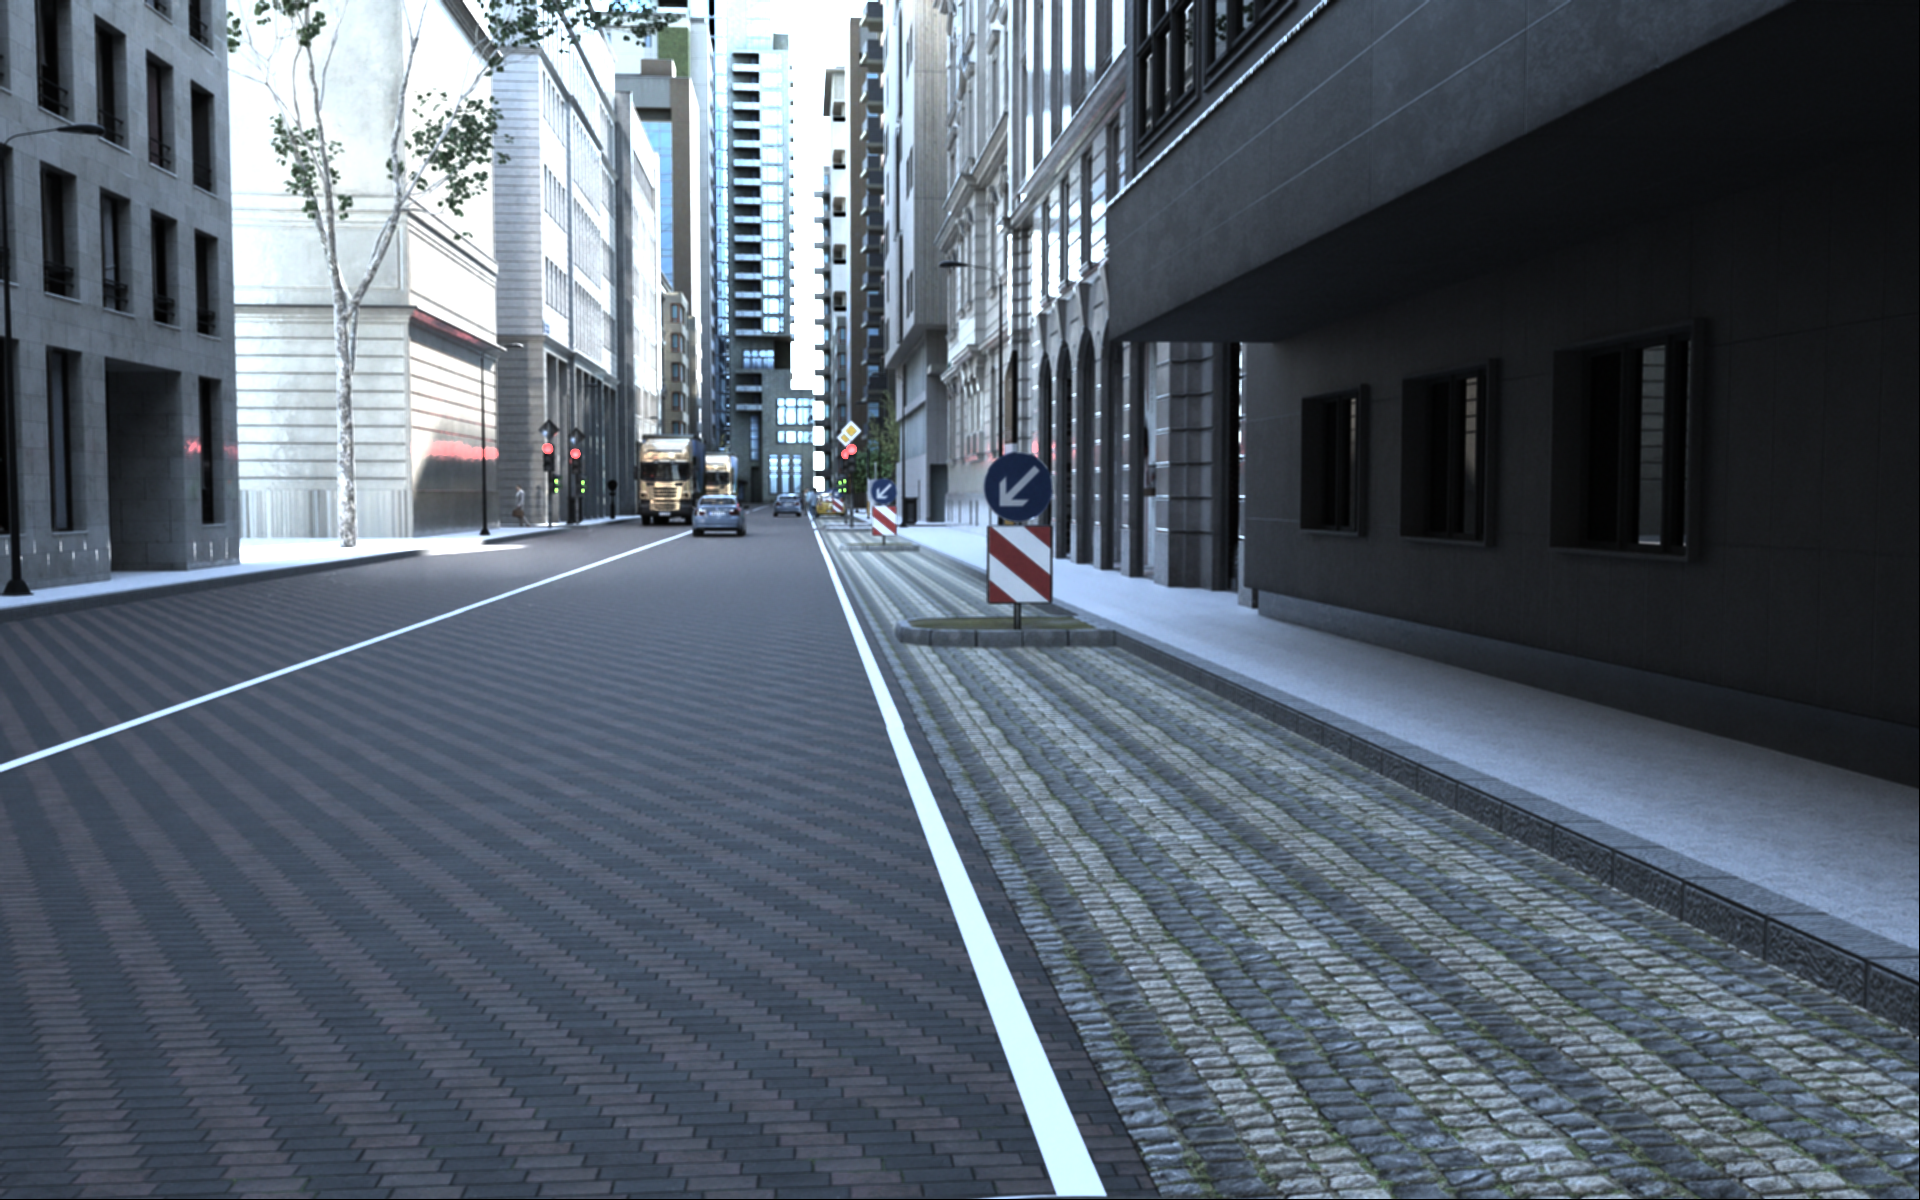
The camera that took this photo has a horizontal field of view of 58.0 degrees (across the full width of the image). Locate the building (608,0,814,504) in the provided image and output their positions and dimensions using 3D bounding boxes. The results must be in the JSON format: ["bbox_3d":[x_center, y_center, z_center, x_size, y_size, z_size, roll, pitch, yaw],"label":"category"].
[{"bbox_3d":[-36.028,-56.717,239.988,31.000,86.520,22.319,0,4,-5],"label":"building"}]

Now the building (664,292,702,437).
[{"bbox_3d":[-38.833,-19.344,161.311,27.650,21.520,28.899,0,4,-5],"label":"building"}]

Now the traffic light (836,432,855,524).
[{"bbox_3d":[-4.898,-5.213,74.153,0.839,4.253,0.868,0,4,-5],"label":"traffic light"}]

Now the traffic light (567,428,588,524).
[{"bbox_3d":[-16.161,-5.149,73.108,0.839,4.253,0.868,0,4,-5],"label":"traffic light"}]

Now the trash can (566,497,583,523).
[{"bbox_3d":[-16.971,-3.954,76.298,0.748,1.137,0.748,0,3,0],"label":"trash can"}]

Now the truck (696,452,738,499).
[{"bbox_3d":[-16.682,-7.931,118.587,2.839,4.237,11.283,0,4,-5],"label":"truck"}]

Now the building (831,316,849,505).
[{"bbox_3d":[0.450,-20.748,184.274,27.650,21.520,28.899,0,4,-5],"label":"building"}]

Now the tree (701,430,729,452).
[{"bbox_3d":[-28.345,-15.230,199.371,4.360,8.622,3.978,0,3,0],"label":"tree"}]

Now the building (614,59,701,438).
[{"bbox_3d":[-34.787,-32.565,182.553,14.600,45.320,14.200,0,4,-5],"label":"building"}]

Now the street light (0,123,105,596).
[{"bbox_3d":[-11.422,-3.015,21.830,1.470,5.913,1.316,0,4,-5],"label":"street light"}]

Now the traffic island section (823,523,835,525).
[{"bbox_3d":[-4.857,-3.180,74.271,2.009,0.180,2.903,0,4,-5],"label":"traffic island section"}]

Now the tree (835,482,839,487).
[{"bbox_3d":[-9.957,-9.691,153.053,1.663,3.219,1.824,0,3,0],"label":"tree"}]

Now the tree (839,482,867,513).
[{"bbox_3d":[-6.650,-7.384,115.335,1.663,3.219,1.824,0,3,0],"label":"tree"}]

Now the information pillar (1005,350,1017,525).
[{"bbox_3d":[0.839,-2.268,28.440,0.183,3.616,0.504,-1,4,-14],"label":"information pillar"}]

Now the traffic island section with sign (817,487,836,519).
[{"bbox_3d":[-7.099,-5.513,98.768,1.989,1.847,2.006,0,4,-5],"label":"traffic island section with sign"}]

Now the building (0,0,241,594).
[{"bbox_3d":[-17.570,-10.246,22.281,10.420,20.320,16.860,0,4,-5],"label":"building"}]

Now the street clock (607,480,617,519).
[{"bbox_3d":[-18.046,-5.221,89.938,0.471,2.002,0.358,-2,4,-30],"label":"street clock"}]

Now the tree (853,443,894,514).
[{"bbox_3d":[-5.760,-7.811,111.417,4.285,4.588,4.351,0,3,0],"label":"tree"}]

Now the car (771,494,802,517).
[{"bbox_3d":[-11.102,-6.066,111.182,2.014,1.417,4.499,0,4,-7],"label":"car"}]

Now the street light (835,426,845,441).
[{"bbox_3d":[-7.559,-8.898,118.019,1.470,5.913,1.316,0,4,-5],"label":"street light"}]

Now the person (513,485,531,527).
[{"bbox_3d":[-17.838,-3.766,70.194,0.853,1.813,0.709,-3,5,-42],"label":"person"}]

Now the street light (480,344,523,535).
[{"bbox_3d":[-14.227,-4.964,53.696,1.470,5.913,1.316,0,4,-5],"label":"street light"}]

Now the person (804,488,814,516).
[{"bbox_3d":[-9.963,-6.484,114.384,0.748,1.841,0.638,1,4,16],"label":"person"}]

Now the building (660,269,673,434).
[{"bbox_3d":[-28.403,-18.088,131.899,11.583,22.565,21.152,0,4,-5],"label":"building"}]

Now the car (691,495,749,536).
[{"bbox_3d":[-8.353,-2.949,60.218,2.014,1.417,4.499,0,4,-5],"label":"car"}]

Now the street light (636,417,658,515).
[{"bbox_3d":[-18.836,-8.050,104.162,1.470,5.913,1.316,0,4,-5],"label":"street light"}]

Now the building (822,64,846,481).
[{"bbox_3d":[-2.186,-38.076,211.776,28.713,52.752,27.495,0,4,-5],"label":"building"}]

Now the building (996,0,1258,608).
[{"bbox_3d":[8.063,-11.557,30.755,13.314,21.916,24.055,0,4,-5],"label":"building"}]

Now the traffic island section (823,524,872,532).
[{"bbox_3d":[-4.128,-2.693,66.319,2.009,0.180,2.903,0,4,-5],"label":"traffic island section"}]

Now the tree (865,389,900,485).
[{"bbox_3d":[-4.296,-10.292,118.635,4.737,8.622,4.395,0,3,0],"label":"tree"}]

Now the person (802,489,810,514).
[{"bbox_3d":[-10.778,-6.891,121.444,0.520,1.790,0.573,-2,4,-31],"label":"person"}]

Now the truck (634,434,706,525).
[{"bbox_3d":[-13.849,-5.794,83.648,2.839,4.237,11.283,0,4,-5],"label":"truck"}]

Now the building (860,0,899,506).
[{"bbox_3d":[3.523,-29.404,135.377,22.147,44.769,28.867,0,4,-5],"label":"building"}]

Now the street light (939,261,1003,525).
[{"bbox_3d":[0.276,-3.803,34.719,1.470,5.913,1.316,0,4,-5],"label":"street light"}]

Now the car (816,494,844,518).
[{"bbox_3d":[-7.777,-5.717,103.698,2.015,1.641,3.980,0,4,-6],"label":"car"}]

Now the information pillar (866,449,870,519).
[{"bbox_3d":[-4.736,-5.996,89.392,0.183,3.616,0.504,0,4,-6],"label":"information pillar"}]

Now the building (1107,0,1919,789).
[{"bbox_3d":[9.555,-13.012,6.250,14.314,27.812,24.014,0,4,-5],"label":"building"}]

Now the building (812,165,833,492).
[{"bbox_3d":[-5.490,-38.252,245.035,30.456,49.044,23.786,0,4,-5],"label":"building"}]

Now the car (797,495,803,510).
[{"bbox_3d":[-15.457,-9.068,160.843,1.945,1.354,3.894,0,4,-5],"label":"car"}]

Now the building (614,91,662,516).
[{"bbox_3d":[-26.146,-17.947,111.448,12.078,24.808,19.932,0,4,-5],"label":"building"}]

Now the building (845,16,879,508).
[{"bbox_3d":[-3.520,-31.283,161.586,14.600,45.320,14.200,0,4,-5],"label":"building"}]

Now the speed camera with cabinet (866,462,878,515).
[{"bbox_3d":[-5.428,-6.861,106.512,0.660,3.252,2.038,0,4,-6],"label":"speed camera with cabinet"}]

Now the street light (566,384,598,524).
[{"bbox_3d":[-15.944,-6.148,73.053,1.470,5.913,1.316,0,4,-5],"label":"street light"}]

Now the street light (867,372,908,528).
[{"bbox_3d":[-2.702,-5.736,66.322,1.470,5.913,1.316,0,4,-5],"label":"street light"}]

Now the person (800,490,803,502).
[{"bbox_3d":[-15.541,-9.842,169.506,0.705,1.814,1.350,1,4,17],"label":"person"}]

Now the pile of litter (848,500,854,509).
[{"bbox_3d":[-9.449,-8.130,146.895,1.176,0.858,1.719,0,4,-6],"label":"pile of litter"}]

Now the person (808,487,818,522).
[{"bbox_3d":[-7.539,-4.911,89.067,0.793,1.790,0.793,1,4,10],"label":"person"}]

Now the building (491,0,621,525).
[{"bbox_3d":[-24.151,-18.883,86.234,11.434,29.767,29.804,0,4,-5],"label":"building"}]

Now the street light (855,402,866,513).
[{"bbox_3d":[-4.566,-7.009,87.143,1.470,5.913,1.316,0,4,-5],"label":"street light"}]

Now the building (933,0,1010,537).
[{"bbox_3d":[6.625,-16.363,54.925,14.401,28.519,23.554,0,4,-5],"label":"building"}]

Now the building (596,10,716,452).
[{"bbox_3d":[-44.210,-40.893,210.606,28.212,58.520,21.231,0,4,-5],"label":"building"}]

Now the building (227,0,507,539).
[{"bbox_3d":[-30.696,-13.591,55.497,30.059,22.955,16.112,0,4,-5],"label":"building"}]

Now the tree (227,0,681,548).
[{"bbox_3d":[-13.221,-11.268,40.121,12.611,20.169,13.585,0,3,0],"label":"tree"}]

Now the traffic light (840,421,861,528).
[{"bbox_3d":[-4.169,-4.727,66.201,0.839,4.253,0.868,0,4,-5],"label":"traffic light"}]

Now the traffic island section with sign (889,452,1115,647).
[{"bbox_3d":[0.377,-0.516,17.058,1.989,1.847,2.006,0,4,-5],"label":"traffic island section with sign"}]

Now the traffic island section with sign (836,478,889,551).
[{"bbox_3d":[-2.069,-2.157,43.903,1.989,1.847,2.006,0,4,-5],"label":"traffic island section with sign"}]

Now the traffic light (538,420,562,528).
[{"bbox_3d":[-15.432,-4.663,65.156,0.839,4.253,0.868,0,4,-5],"label":"traffic light"}]

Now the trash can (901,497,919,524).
[{"bbox_3d":[-2.136,-3.808,73.914,0.748,1.137,0.748,0,3,0],"label":"trash can"}]

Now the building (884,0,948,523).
[{"bbox_3d":[9.672,-30.543,88.623,27.495,52.752,28.713,0,4,-5],"label":"building"}]
